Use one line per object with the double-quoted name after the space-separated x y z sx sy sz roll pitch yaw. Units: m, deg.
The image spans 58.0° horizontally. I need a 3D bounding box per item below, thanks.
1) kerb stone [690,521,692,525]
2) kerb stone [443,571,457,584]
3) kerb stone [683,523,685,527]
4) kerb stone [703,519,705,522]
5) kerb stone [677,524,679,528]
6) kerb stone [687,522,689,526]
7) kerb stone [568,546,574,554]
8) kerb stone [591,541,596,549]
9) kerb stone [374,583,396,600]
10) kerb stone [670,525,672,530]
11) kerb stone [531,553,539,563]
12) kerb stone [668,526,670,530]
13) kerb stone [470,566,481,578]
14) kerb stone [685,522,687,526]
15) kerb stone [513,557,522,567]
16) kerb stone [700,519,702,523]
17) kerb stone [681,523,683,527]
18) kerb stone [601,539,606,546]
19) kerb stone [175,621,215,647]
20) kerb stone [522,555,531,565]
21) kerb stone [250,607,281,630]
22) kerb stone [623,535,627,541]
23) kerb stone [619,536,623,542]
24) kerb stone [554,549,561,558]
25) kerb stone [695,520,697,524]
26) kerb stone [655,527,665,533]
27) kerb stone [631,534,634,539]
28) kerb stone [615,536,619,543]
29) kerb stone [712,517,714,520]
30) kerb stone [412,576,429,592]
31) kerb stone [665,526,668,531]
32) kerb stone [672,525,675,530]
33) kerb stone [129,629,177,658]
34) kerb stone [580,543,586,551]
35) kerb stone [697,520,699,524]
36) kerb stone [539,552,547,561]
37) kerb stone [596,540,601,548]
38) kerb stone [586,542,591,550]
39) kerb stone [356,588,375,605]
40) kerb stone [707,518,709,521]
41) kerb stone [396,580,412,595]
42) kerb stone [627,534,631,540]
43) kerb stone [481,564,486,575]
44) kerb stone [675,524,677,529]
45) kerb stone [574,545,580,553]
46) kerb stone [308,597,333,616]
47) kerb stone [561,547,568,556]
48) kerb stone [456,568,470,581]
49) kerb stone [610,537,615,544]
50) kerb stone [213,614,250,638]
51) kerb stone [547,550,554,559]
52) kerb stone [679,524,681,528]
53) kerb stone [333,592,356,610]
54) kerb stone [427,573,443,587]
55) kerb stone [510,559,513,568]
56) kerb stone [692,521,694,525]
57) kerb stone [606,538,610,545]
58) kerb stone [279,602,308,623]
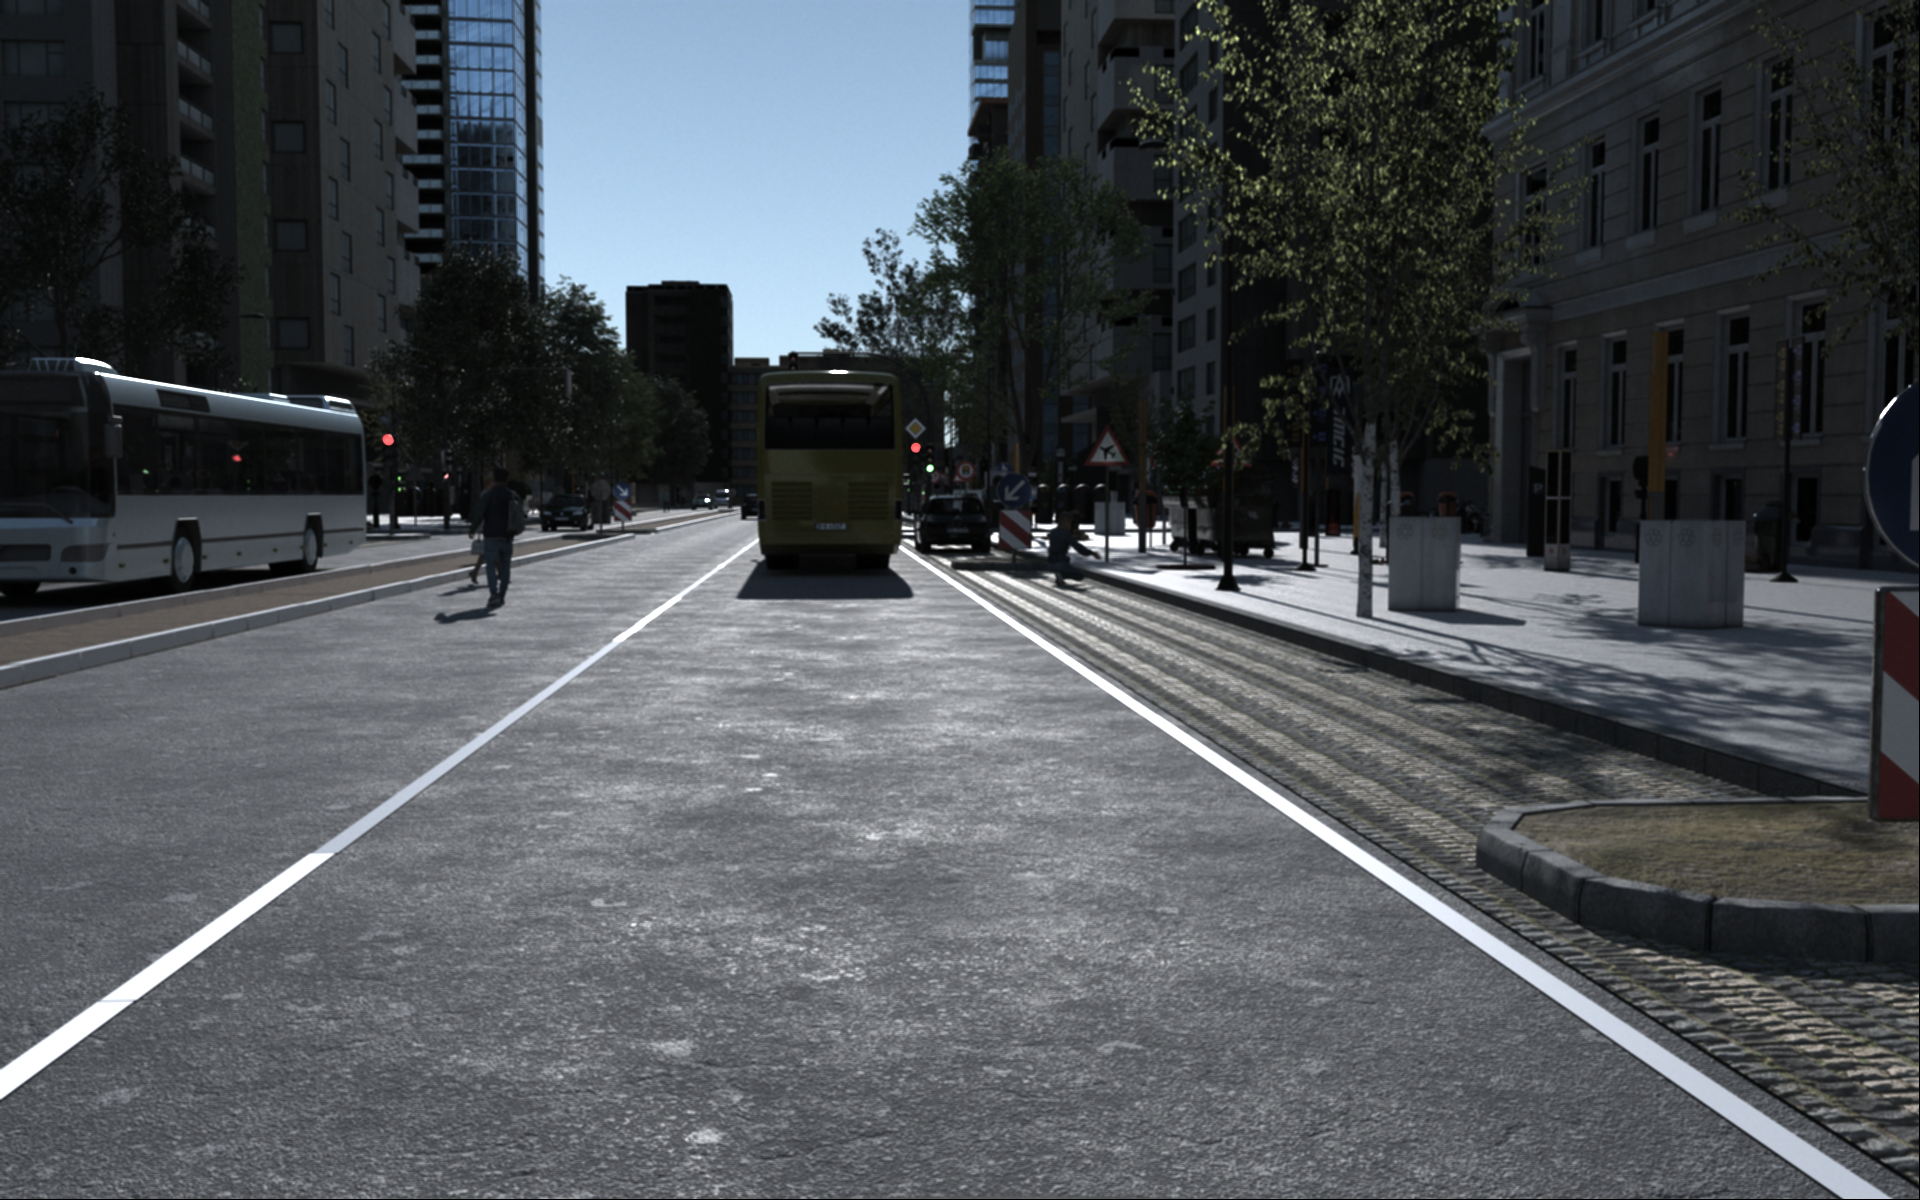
-12.361 -3.445 78.521 0.120 0.150 1.000 0 4 -5 "kerb stone"
-8.319 -0.343 27.904 0.120 0.150 1.000 0 4 -5 "kerb stone"
-12.030 -3.189 74.437 0.120 0.150 1.000 0 4 -5 "kerb stone"
-13.010 -3.947 86.722 0.120 0.150 1.000 0 4 -5 "kerb stone"
-11.785 -3.007 71.363 0.120 0.150 1.000 0 4 -5 "kerb stone"
-12.191 -3.320 76.481 0.120 0.150 1.000 0 4 -5 "kerb stone"
-9.376 -1.162 41.192 0.120 0.150 1.000 0 4 -5 "kerb stone"
-9.706 -1.412 45.277 0.120 0.150 1.000 0 4 -5 "kerb stone"
-7.980 -0.099 23.809 0.120 0.150 1.000 0 4 -5 "kerb stone"
-11.543 -2.817 68.294 0.120 0.150 1.000 0 4 -5 "kerb stone"
-8.959 -0.848 36.068 0.120 0.150 1.000 0 4 -5 "kerb stone"
-11.467 -2.756 67.264 0.120 0.150 1.000 0 4 -5 "kerb stone"
-8.482 -0.473 29.950 0.120 0.150 1.000 0 4 -5 "kerb stone"
-12.115 -3.255 75.461 0.120 0.150 1.000 0 4 -5 "kerb stone"
-8.813 -0.721 34.030 0.120 0.150 1.000 0 4 -5 "kerb stone"
-12.846 -3.819 84.675 0.120 0.150 1.000 0 4 -5 "kerb stone"
-11.950 -3.128 73.409 0.120 0.150 1.000 0 4 -5 "kerb stone"
-9.867 -1.537 47.320 0.120 0.150 1.000 0 4 -5 "kerb stone"
-7.423 0.339 16.647 0.120 0.150 1.000 0 4 -5 "kerb stone"
-8.885 -0.784 35.049 0.120 0.150 1.000 0 4 -5 "kerb stone"
-7.579 0.215 18.696 0.120 0.150 1.000 0 4 -5 "kerb stone"
-10.272 -1.848 52.416 0.120 0.150 1.000 0 4 -5 "kerb stone"
-10.186 -1.785 51.398 0.120 0.150 1.000 0 4 -5 "kerb stone"
-9.208 -1.033 39.147 0.120 0.150 1.000 0 4 -5 "kerb stone"
-12.610 -3.633 81.611 0.120 0.150 1.000 0 4 -5 "kerb stone"
-11.294 -2.631 65.221 0.120 0.150 1.000 0 4 -5 "kerb stone"
-10.436 -1.973 54.459 0.120 0.150 1.000 0 4 -5 "kerb stone"
-10.111 -1.724 50.377 0.120 0.150 1.000 0 4 -5 "kerb stone"
-13.588 -4.383 93.880 0.120 0.150 1.000 0 4 -5 "kerb stone"
-8.142 -0.217 25.857 0.120 0.150 1.000 0 4 -5 "kerb stone"
-11.377 -2.690 66.246 0.120 0.150 1.000 0 4 -5 "kerb stone"
-11.624 -2.882 69.313 0.120 0.150 1.000 0 4 -5 "kerb stone"
-7.338 0.402 15.626 0.120 0.150 1.000 0 4 -5 "kerb stone"
-9.539 -1.287 43.236 0.120 0.150 1.000 0 4 -5 "kerb stone"
-12.688 -3.697 82.634 0.120 0.150 1.000 0 4 -5 "kerb stone"
-9.050 -0.911 37.086 0.120 0.150 1.000 0 4 -5 "kerb stone"
-9.789 -1.474 46.301 0.120 0.150 1.000 0 4 -5 "kerb stone"
-9.625 -1.349 44.259 0.120 0.150 1.000 0 4 -5 "kerb stone"
-7.915 -0.031 22.787 0.120 0.150 1.000 0 4 -5 "kerb stone"
-13.262 -4.134 89.787 0.120 0.150 1.000 0 4 -5 "kerb stone"
-8.068 -0.161 24.836 0.120 0.150 1.000 0 4 -5 "kerb stone"
-10.353 -1.911 53.440 0.120 0.150 1.000 0 4 -5 "kerb stone"
-8.563 -0.537 30.969 0.120 0.150 1.000 0 4 -5 "kerb stone"
-11.706 -2.943 70.332 0.120 0.150 1.000 0 4 -5 "kerb stone"
-9.460 -1.224 42.210 0.120 0.150 1.000 0 4 -5 "kerb stone"
-7.745 0.098 20.734 0.120 0.150 1.000 0 4 -5 "kerb stone"
-9.291 -1.099 40.166 0.120 0.150 1.000 0 4 -5 "kerb stone"
-8.396 -0.408 28.924 0.120 0.150 1.000 0 4 -5 "kerb stone"
-10.033 -1.658 49.359 0.120 0.150 1.000 0 4 -5 "kerb stone"
-7.500 0.278 17.675 0.120 0.150 1.000 0 4 -5 "kerb stone"
-9.136 -0.971 38.115 0.120 0.150 1.000 0 4 -5 "kerb stone"
-11.866 -3.070 72.390 0.120 0.150 1.000 0 4 -5 "kerb stone"
-7.825 0.031 21.768 0.120 0.150 1.000 0 4 -5 "kerb stone"
-8.239 -0.287 26.883 0.120 0.150 1.000 0 4 -5 "kerb stone"
-8.724 -0.660 33.011 0.120 0.150 1.000 0 4 -5 "kerb stone"
-12.436 -3.506 79.544 0.120 0.150 1.000 0 4 -5 "kerb stone"
-9.950 -1.599 48.339 0.120 0.150 1.000 0 4 -5 "kerb stone"
-7.660 0.152 19.715 0.120 0.150 1.000 0 4 -5 "kerb stone"
